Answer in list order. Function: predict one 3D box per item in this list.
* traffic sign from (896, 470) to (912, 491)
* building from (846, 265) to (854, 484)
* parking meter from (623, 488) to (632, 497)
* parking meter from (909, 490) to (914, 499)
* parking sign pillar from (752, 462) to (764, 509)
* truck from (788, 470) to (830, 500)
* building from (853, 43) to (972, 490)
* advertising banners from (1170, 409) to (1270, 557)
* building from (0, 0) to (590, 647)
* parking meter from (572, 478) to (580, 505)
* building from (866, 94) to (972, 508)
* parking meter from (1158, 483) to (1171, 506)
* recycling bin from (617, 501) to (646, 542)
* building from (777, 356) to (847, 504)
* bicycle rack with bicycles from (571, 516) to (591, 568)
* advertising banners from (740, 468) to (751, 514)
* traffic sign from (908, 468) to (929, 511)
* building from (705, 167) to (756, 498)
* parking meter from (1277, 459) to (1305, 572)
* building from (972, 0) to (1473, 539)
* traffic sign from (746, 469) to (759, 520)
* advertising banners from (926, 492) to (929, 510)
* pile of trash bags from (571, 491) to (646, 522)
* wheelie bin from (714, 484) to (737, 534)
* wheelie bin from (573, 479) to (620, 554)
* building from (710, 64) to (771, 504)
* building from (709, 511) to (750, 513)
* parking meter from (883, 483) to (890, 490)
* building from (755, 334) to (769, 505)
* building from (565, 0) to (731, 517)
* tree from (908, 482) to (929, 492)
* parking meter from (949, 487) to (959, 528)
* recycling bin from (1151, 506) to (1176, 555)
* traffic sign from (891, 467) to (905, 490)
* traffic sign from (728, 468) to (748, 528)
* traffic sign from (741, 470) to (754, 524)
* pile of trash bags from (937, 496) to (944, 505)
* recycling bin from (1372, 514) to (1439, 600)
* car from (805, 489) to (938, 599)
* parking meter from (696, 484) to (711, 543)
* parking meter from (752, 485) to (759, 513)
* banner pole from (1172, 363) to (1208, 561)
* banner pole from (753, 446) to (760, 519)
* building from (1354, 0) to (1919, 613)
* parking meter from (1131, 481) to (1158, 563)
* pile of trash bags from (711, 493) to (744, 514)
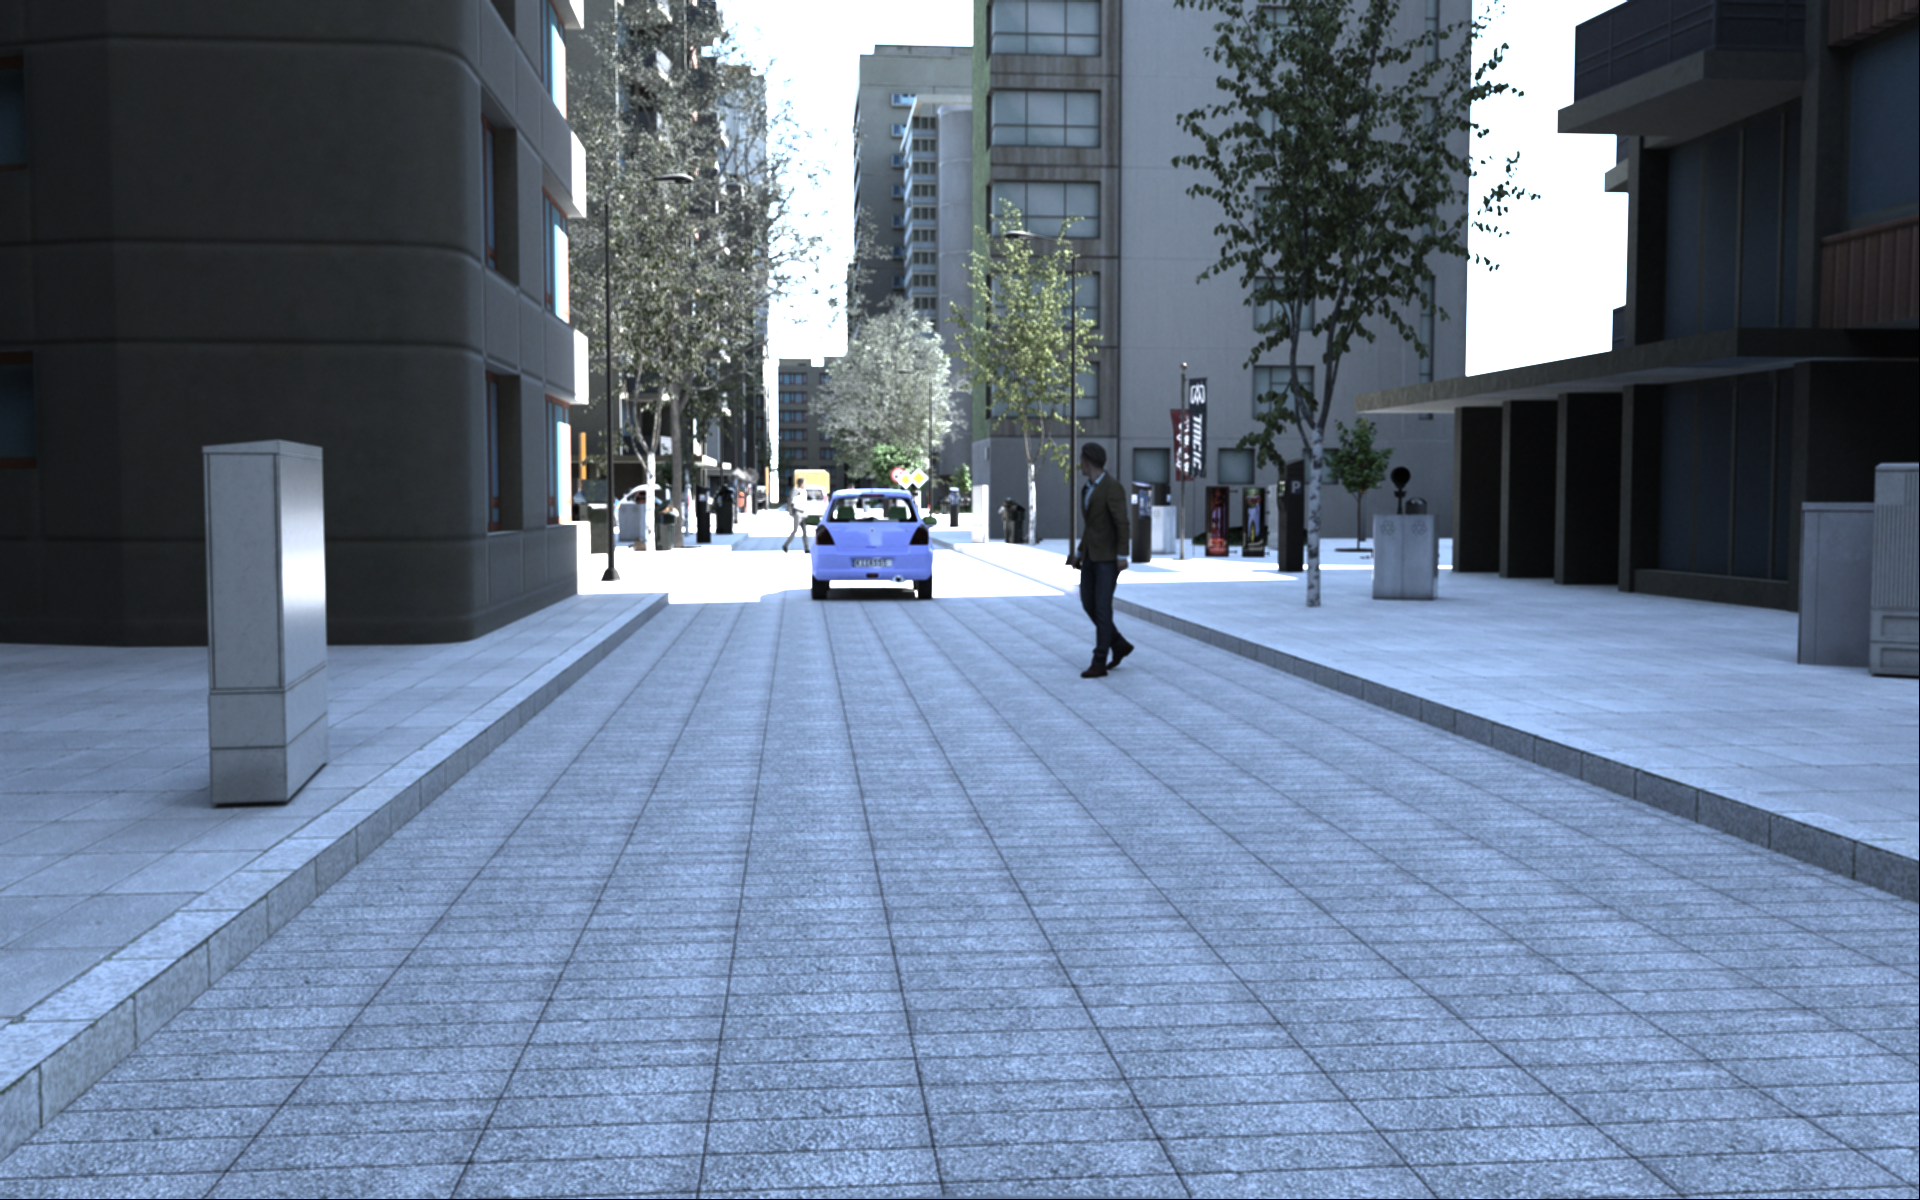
[{"bbox_3d":[-2.309,-4.283,73.674,0.795,2.450,0.064,0,4,-5],"label":"traffic sign"},{"bbox_3d":[-7.238,-27.233,216.955,14.160,30.474,14.107,0,4,-5],"label":"building"},{"bbox_3d":[-14.184,-4.008,73.942,0.372,1.533,0.369,0,3,0],"label":"parking meter"},{"bbox_3d":[-3.115,-6.412,113.242,0.372,1.533,0.369,0,3,0],"label":"parking meter"},{"bbox_3d":[-17.082,-9.552,144.648,1.447,3.967,1.447,0,4,4],"label":"parking sign pillar"},{"bbox_3d":[-12.044,-8.802,139.836,3.469,3.379,9.791,0,4,-7],"label":"truck"},{"bbox_3d":[-0.394,-34.313,184.717,21.300,48.544,21.600,0,4,-5],"label":"building"},{"bbox_3d":[5.296,-2.399,35.416,2.074,3.025,0.090,1,4,22],"label":"advertising banners"},{"bbox_3d":[-17.493,-9.930,7.397,27.650,21.520,28.899,0,4,-5],"label":"building"},{"bbox_3d":[-13.624,-3.435,61.878,0.255,1.863,0.399,2,4,32],"label":"parking meter"},{"bbox_3d":[7.457,-28.782,162.462,32.217,40.220,23.993,0,4,-5],"label":"building"},{"bbox_3d":[4.649,-1.921,39.815,0.372,1.533,0.369,0,3,0],"label":"parking meter"},{"bbox_3d":[-8.787,-2.103,46.940,0.722,1.027,0.722,1,4,15],"label":"recycling bin"},{"bbox_3d":[-11.413,-24.622,247.616,28.899,21.520,27.650,0,4,-5],"label":"building"},{"bbox_3d":[-7.319,-0.940,28.759,2.852,0.926,2.925,0,4,-3],"label":"bicycle rack with bicycles"},{"bbox_3d":[-14.113,-7.211,114.086,0.090,3.025,2.074,1,4,14],"label":"advertising banners"},{"bbox_3d":[-1.574,-3.797,65.723,0.795,2.450,0.064,0,4,-5],"label":"traffic sign"},{"bbox_3d":[-25.601,-23.455,155.198,14.160,30.474,14.107,0,4,-5],"label":"building"},{"bbox_3d":[5.445,-1.395,28.521,0.399,1.863,0.255,-1,4,-22],"label":"parking meter"},{"bbox_3d":[7.208,-22.727,55.177,14.154,41.232,14.086,0,4,-5],"label":"building"},{"bbox_3d":[-10.415,-5.274,86.333,0.768,2.556,0.104,0,4,2],"label":"traffic sign"},{"bbox_3d":[-2.549,-8.832,140.584,0.090,3.025,2.074,1,4,9],"label":"advertising banners"},{"bbox_3d":[-11.305,-2.715,54.136,3.447,1.369,1.912,-1,4,-11],"label":"pile of trash bags"},{"bbox_3d":[-7.543,-2.920,55.652,0.693,1.594,0.980,0,4,-2],"label":"wheelie bin"},{"bbox_3d":[-7.805,-1.783,37.065,0.980,1.594,0.693,-2,4,-30],"label":"wheelie bin"},{"bbox_3d":[-40.520,-42.698,240.118,28.212,58.520,21.231,0,4,-5],"label":"building"},{"bbox_3d":[-31.479,-26.461,124.516,32.217,40.220,23.993,0,4,-5],"label":"building"},{"bbox_3d":[-3.917,-5.240,91.379,0.399,1.863,0.255,0,4,-6],"label":"parking meter"},{"bbox_3d":[-37.860,-22.221,208.348,28.899,21.520,27.650,0,4,-5],"label":"building"},{"bbox_3d":[-23.368,-26.559,88.860,22.147,44.769,28.867,0,4,-5],"label":"building"},{"bbox_3d":[-3.680,-9.292,146.531,1.663,3.219,1.824,0,3,0],"label":"tree"},{"bbox_3d":[-0.217,-3.530,66.119,0.372,1.533,0.369,0,3,0],"label":"parking meter"},{"bbox_3d":[4.176,-1.500,37.079,0.722,1.027,0.722,2,4,27],"label":"recycling bin"},{"bbox_3d":[-2.854,-4.937,80.818,0.768,2.556,0.104,0,4,0],"label":"traffic sign"},{"bbox_3d":[-8.341,-3.760,65.120,0.795,2.450,0.064,0,4,-5],"label":"traffic sign"},{"bbox_3d":[-9.076,-4.246,73.072,0.795,2.450,0.064,0,4,-5],"label":"traffic sign"},{"bbox_3d":[-0.853,-8.446,147.846,1.912,1.369,3.447,1,4,16],"label":"pile of trash bags"},{"bbox_3d":[5.487,-0.535,21.304,0.722,1.027,0.722,1,4,20],"label":"recycling bin"},{"bbox_3d":[-1.271,-0.935,24.884,1.945,1.707,3.694,0,4,-3],"label":"car"},{"bbox_3d":[-6.738,-2.268,45.490,0.372,1.533,0.369,0,3,0],"label":"parking meter"},{"bbox_3d":[-13.566,-6.668,114.728,0.399,1.863,0.255,0,4,8],"label":"parking meter"},{"bbox_3d":[4.413,-2.632,33.050,0.401,3.779,0.863,-3,4,-38],"label":"banner pole"},{"bbox_3d":[-10.715,-6.175,90.973,0.401,3.779,0.863,0,4,-8],"label":"banner pole"},{"bbox_3d":[18.880,-22.086,15.731,22.147,44.769,28.867,0,4,-5],"label":"building"},{"bbox_3d":[3.389,-1.463,32.339,0.372,1.533,0.369,0,3,0],"label":"parking meter"},{"bbox_3d":[-15.408,-6.179,110.786,3.447,1.369,1.912,1,4,16],"label":"pile of trash bags"}]
